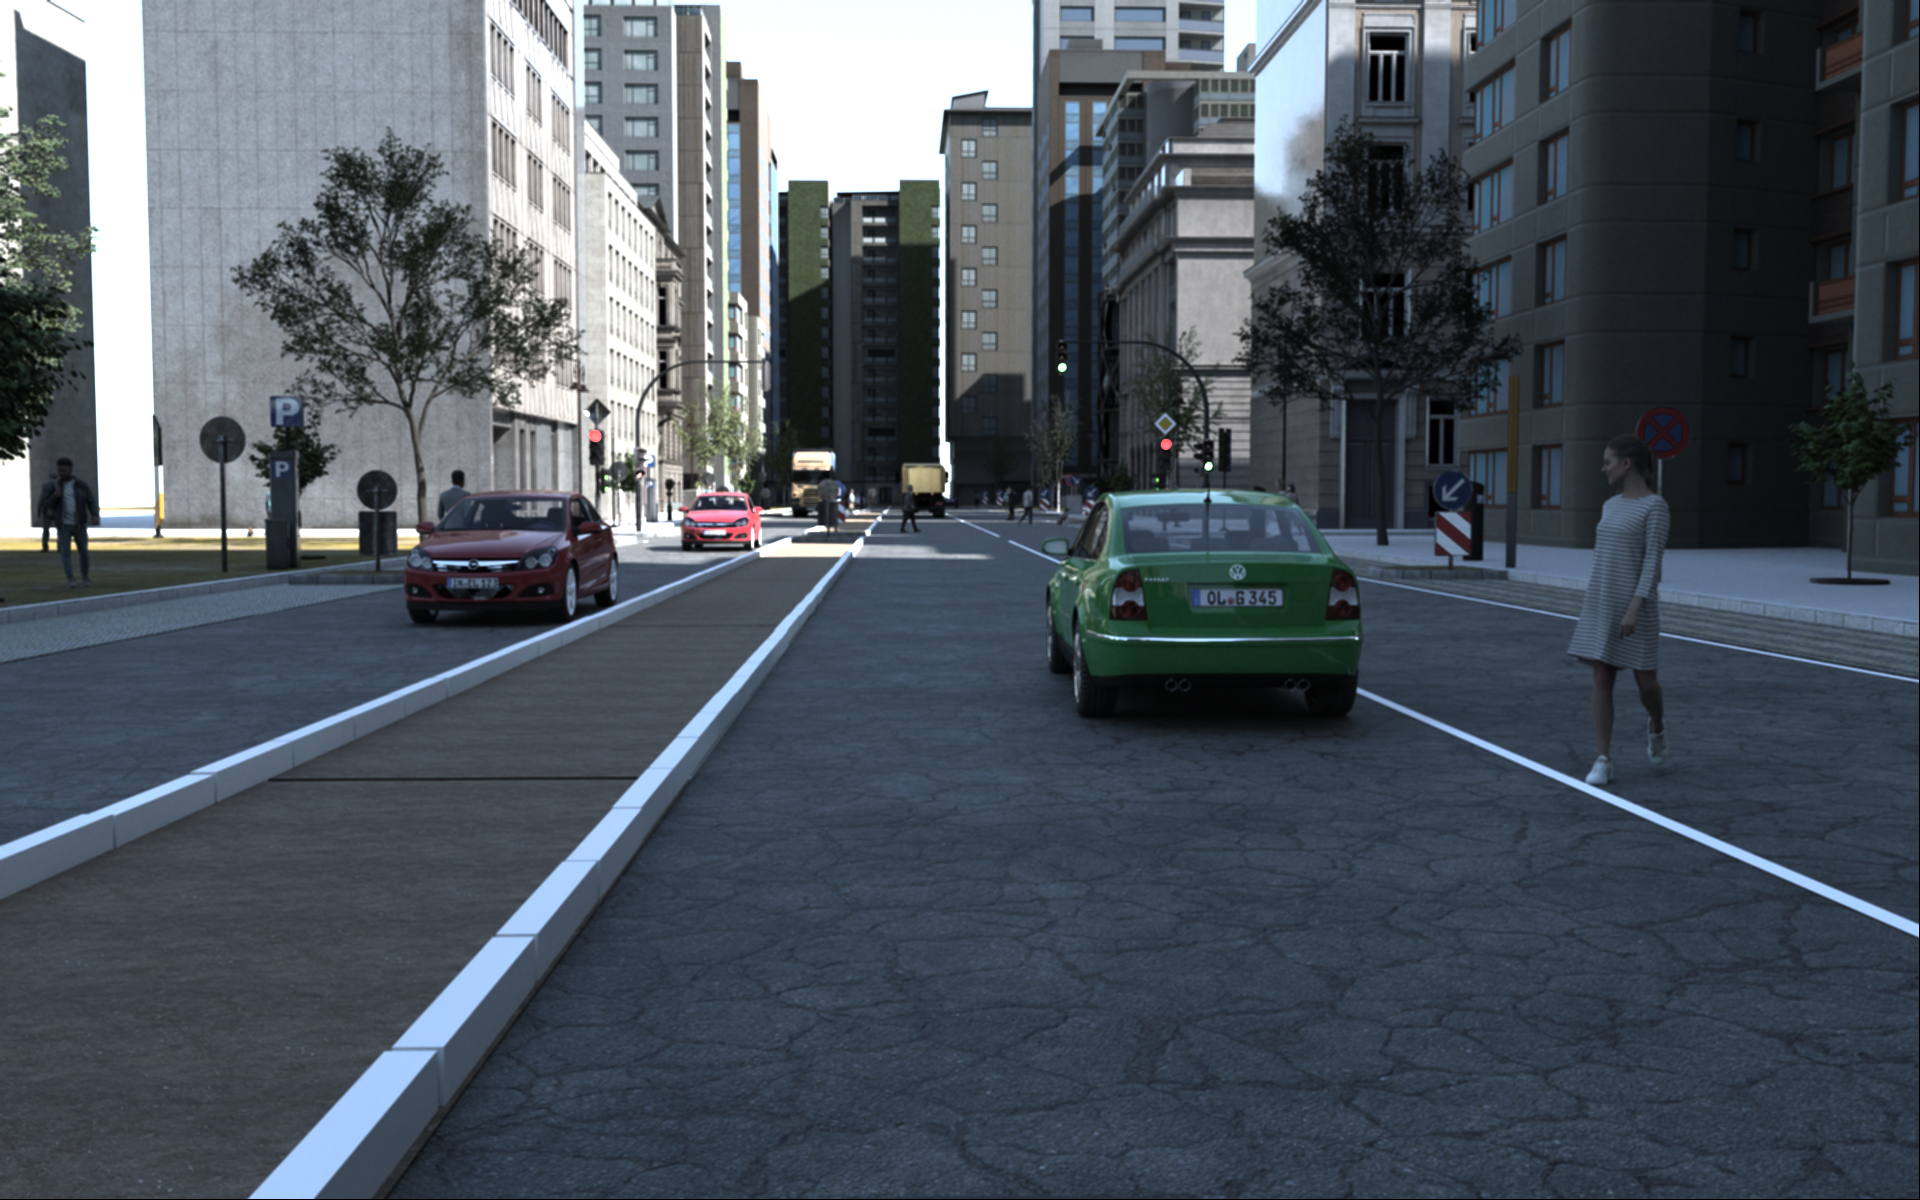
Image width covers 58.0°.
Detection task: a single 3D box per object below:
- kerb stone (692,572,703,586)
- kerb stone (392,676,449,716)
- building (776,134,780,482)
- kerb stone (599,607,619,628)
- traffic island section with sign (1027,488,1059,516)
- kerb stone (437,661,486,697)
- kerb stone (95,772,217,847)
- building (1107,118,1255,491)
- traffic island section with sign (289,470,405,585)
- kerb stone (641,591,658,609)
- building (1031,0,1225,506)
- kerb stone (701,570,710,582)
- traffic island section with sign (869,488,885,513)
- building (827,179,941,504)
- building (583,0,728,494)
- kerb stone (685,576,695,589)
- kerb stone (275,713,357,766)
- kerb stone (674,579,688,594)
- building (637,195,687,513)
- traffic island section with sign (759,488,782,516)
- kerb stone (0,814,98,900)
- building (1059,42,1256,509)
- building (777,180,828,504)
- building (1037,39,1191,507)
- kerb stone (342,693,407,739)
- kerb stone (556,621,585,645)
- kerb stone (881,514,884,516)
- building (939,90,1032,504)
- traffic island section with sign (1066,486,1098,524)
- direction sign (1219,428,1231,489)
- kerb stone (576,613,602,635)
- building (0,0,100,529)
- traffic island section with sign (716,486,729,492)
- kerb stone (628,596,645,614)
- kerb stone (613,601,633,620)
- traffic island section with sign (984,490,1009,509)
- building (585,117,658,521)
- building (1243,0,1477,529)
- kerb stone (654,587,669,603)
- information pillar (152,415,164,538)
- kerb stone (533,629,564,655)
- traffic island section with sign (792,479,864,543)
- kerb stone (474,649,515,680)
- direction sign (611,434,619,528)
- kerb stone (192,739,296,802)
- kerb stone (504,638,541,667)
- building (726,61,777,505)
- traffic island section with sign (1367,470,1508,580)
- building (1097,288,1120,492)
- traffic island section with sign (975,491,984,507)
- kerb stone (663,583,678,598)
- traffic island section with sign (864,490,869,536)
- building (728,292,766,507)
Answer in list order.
[{"bbox_3d":[-4.155,-0.291,26.951,0.120,0.150,1.000,0,4,-2],"label":"kerb stone"},{"bbox_3d":[-3.620,0.650,11.561,0.120,0.150,1.000,0,4,-2],"label":"kerb stone"},{"bbox_3d":[-28.409,-33.591,199.323,14.200,45.320,14.600,0,4,-2],"label":"building"},{"bbox_3d":[-3.863,0.215,18.751,0.120,0.150,1.000,0,4,-2],"label":"kerb stone"},{"bbox_3d":[5.267,-6.281,111.326,1.989,1.847,2.006,0,4,-2],"label":"traffic island section with sign"},{"bbox_3d":[-3.648,0.587,12.600,0.120,0.150,1.000,0,4,-2],"label":"kerb stone"},{"bbox_3d":[-3.472,0.909,7.466,0.120,0.150,1.000,0,4,-2],"label":"kerb stone"},{"bbox_3d":[16.485,-15.768,99.610,13.314,21.916,24.055,0,4,-2],"label":"building"},{"bbox_3d":[-9.568,-1.191,28.105,1.989,1.847,2.006,0,4,-2],"label":"traffic island section with sign"},{"bbox_3d":[-3.976,0.023,21.828,0.120,0.150,1.000,0,4,-2],"label":"kerb stone"},{"bbox_3d":[18.518,-39.833,193.274,21.231,58.520,28.212,0,4,-2],"label":"building"},{"bbox_3d":[-4.200,-0.352,27.972,0.120,0.150,1.000,0,4,-2],"label":"kerb stone"},{"bbox_3d":[-6.819,-7.701,134.045,2.006,1.907,1.989,0,4,-2],"label":"traffic island section with sign"},{"bbox_3d":[-9.637,-33.246,227.173,14.086,41.232,14.154,0,4,-2],"label":"building"},{"bbox_3d":[-26.433,-27.927,140.200,14.154,41.232,14.086,0,4,-2],"label":"building"},{"bbox_3d":[-4.121,-0.221,25.928,0.120,0.150,1.000,0,4,-2],"label":"kerb stone"},{"bbox_3d":[-3.546,0.775,9.517,0.120,0.150,1.000,0,4,-2],"label":"kerb stone"},{"bbox_3d":[-4.077,-0.166,24.903,0.120,0.150,1.000,0,4,-2],"label":"kerb stone"},{"bbox_3d":[-25.902,-18.158,115.969,14.460,24.649,34.723,0,4,-2],"label":"building"},{"bbox_3d":[-12.463,-6.291,111.487,1.989,1.847,2.006,0,4,-2],"label":"traffic island section with sign"},{"bbox_3d":[-3.439,0.963,6.443,0.120,0.150,1.000,0,4,-2],"label":"kerb stone"},{"bbox_3d":[25.521,-28.234,153.511,32.217,40.220,23.993,0,4,-2],"label":"building"},{"bbox_3d":[-23.742,-33.267,227.512,14.086,41.232,14.154,0,4,-2],"label":"building"},{"bbox_3d":[15.130,-31.943,172.381,14.600,45.320,14.200,0,4,-2],"label":"building"},{"bbox_3d":[-3.582,0.714,10.538,0.120,0.150,1.000,0,4,-2],"label":"kerb stone"},{"bbox_3d":[-3.798,0.336,16.699,0.120,0.150,1.000,0,4,-2],"label":"kerb stone"},{"bbox_3d":[-4.490,-4.589,97.266,0.120,0.150,1.000,0,4,-2],"label":"kerb stone"},{"bbox_3d":[11.170,-39.487,234.854,27.495,52.752,28.713,0,4,-2],"label":"building"},{"bbox_3d":[6.215,-4.626,84.265,1.989,1.847,2.006,0,4,-2],"label":"traffic island section with sign"},{"bbox_3d":[9.146,-4.151,59.864,0.379,3.537,0.876,2,4,35],"label":"direction sign"},{"bbox_3d":[-3.839,0.274,17.729,0.120,0.150,1.000,0,4,-2],"label":"kerb stone"},{"bbox_3d":[-43.475,-12.856,64.944,16.860,20.320,10.420,0,4,-2],"label":"building"},{"bbox_3d":[-11.515,-4.629,84.307,1.989,1.847,2.006,0,4,-2],"label":"traffic island section with sign"},{"bbox_3d":[-3.944,0.085,20.806,0.120,0.150,1.000,0,4,-2],"label":"kerb stone"},{"bbox_3d":[-3.903,0.148,19.775,0.120,0.150,1.000,0,4,-2],"label":"kerb stone"},{"bbox_3d":[3.537,-9.342,161.375,1.989,1.847,2.006,0,4,-2],"label":"traffic island section with sign"},{"bbox_3d":[-22.227,-14.409,90.343,10.420,20.320,16.860,0,4,-2],"label":"building"},{"bbox_3d":[22.528,-17.313,68.967,20.117,28.700,13.634,0,4,-2],"label":"building"},{"bbox_3d":[-4.005,-0.041,22.860,0.120,0.150,1.000,0,4,-2],"label":"kerb stone"},{"bbox_3d":[-23.582,-3.643,50.912,0.183,3.616,0.504,-3,5,-45],"label":"information pillar"},{"bbox_3d":[-3.766,0.399,15.676,0.120,0.150,1.000,0,4,-2],"label":"kerb stone"},{"bbox_3d":[-3.954,-2.655,51.549,2.006,1.907,1.989,0,4,-2],"label":"traffic island section with sign"},{"bbox_3d":[-3.691,0.524,13.621,0.120,0.150,1.000,0,4,-2],"label":"kerb stone"},{"bbox_3d":[-13.190,-4.520,65.893,0.379,3.537,0.876,-1,4,-11],"label":"direction sign"},{"bbox_3d":[-3.508,0.838,8.494,0.120,0.150,1.000,0,4,-2],"label":"kerb stone"},{"bbox_3d":[-3.734,0.462,14.645,0.120,0.150,1.000,0,4,-2],"label":"kerb stone"},{"bbox_3d":[-27.614,-32.631,183.625,14.600,45.320,14.200,0,4,-2],"label":"building"},{"bbox_3d":[8.108,-1.291,29.732,1.989,1.847,2.006,0,4,-2],"label":"traffic island section with sign"},{"bbox_3d":[18.315,-15.827,126.225,16.820,18.784,16.811,0,4,-2],"label":"building"},{"bbox_3d":[2.597,-10.991,188.336,1.989,1.847,2.006,0,4,-2],"label":"traffic island section with sign"},{"bbox_3d":[-4.050,-0.103,23.881,0.120,0.150,1.000,0,4,-2],"label":"kerb stone"},{"bbox_3d":[-4.201,-3.108,58.952,2.006,1.907,1.989,0,4,-2],"label":"traffic island section with sign"},{"bbox_3d":[-33.234,-19.401,162.244,27.650,21.520,28.899,0,4,-2],"label":"building"}]
